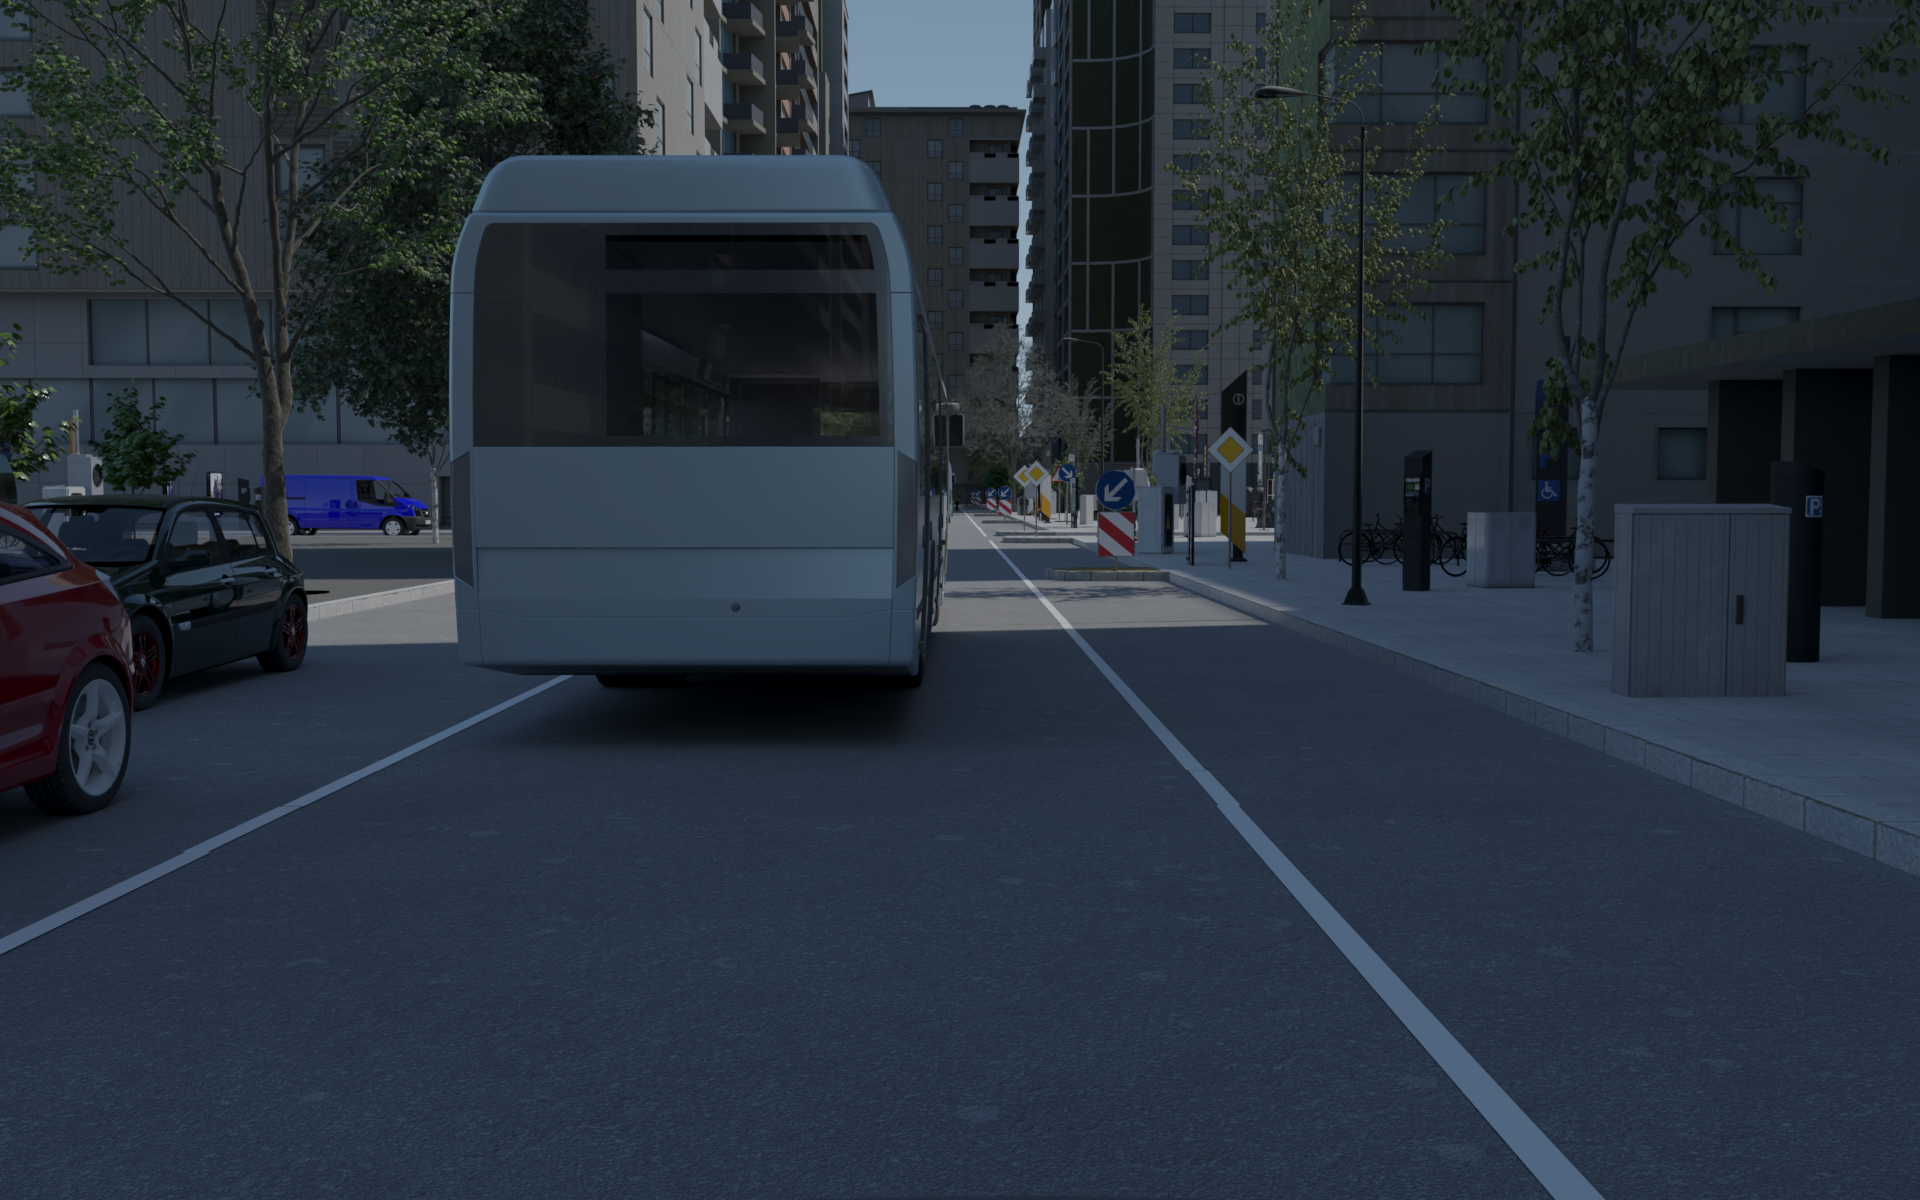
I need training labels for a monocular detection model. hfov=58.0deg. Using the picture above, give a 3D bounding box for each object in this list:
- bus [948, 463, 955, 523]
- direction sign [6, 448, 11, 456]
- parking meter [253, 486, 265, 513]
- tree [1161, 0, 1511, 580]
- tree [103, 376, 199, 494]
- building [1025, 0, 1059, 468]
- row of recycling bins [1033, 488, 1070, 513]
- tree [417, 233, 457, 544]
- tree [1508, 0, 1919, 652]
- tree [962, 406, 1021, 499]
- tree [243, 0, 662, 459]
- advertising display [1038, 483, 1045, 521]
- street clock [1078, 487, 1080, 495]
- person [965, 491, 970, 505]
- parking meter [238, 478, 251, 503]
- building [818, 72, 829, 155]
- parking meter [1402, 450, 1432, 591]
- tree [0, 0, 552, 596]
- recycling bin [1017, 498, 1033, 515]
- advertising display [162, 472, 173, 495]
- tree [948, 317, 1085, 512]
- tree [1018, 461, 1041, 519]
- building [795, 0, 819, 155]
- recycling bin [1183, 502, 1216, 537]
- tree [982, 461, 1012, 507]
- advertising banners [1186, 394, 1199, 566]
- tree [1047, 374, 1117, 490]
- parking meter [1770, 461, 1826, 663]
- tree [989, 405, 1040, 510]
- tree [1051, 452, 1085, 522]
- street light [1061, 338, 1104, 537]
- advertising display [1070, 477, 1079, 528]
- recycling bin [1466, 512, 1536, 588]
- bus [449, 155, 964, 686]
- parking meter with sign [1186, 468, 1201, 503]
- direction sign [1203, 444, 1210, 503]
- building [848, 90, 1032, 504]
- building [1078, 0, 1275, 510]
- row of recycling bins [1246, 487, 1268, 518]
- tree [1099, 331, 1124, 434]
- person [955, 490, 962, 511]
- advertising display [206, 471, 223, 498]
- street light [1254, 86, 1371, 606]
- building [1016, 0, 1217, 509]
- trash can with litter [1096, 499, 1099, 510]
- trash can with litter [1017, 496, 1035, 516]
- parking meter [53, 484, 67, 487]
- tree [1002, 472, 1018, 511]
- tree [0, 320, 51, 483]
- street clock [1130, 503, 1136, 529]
[{"bbox_3d":[-1.701,-5.702,88.082,2.948,3.499,13.247,0,4,0],"label":"bus"},{"bbox_3d":[-32.731,-4.089,58.855,0.876,3.537,0.379,-2,4,-33],"label":"direction sign"},{"bbox_3d":[-21.069,-2.676,52.162,0.372,1.533,0.369,0,3,0],"label":"parking meter"},{"bbox_3d":[5.062,-4.616,25.833,4.737,8.622,4.395,0,3,0],"label":"tree"},{"bbox_3d":[-13.531,-2.061,28.301,1.663,3.219,1.824,0,3,0],"label":"tree"},{"bbox_3d":[17.908,-33.719,170.915,23.786,49.044,30.456,0,4,0],"label":"building"},{"bbox_3d":[6.352,-6.669,116.145,3.534,1.692,1.069,2,4,35],"label":"row of recycling bins"},{"bbox_3d":[-13.349,-5.754,44.443,4.737,8.622,4.395,0,3,0],"label":"tree"},{"bbox_3d":[5.310,-3.887,13.918,4.737,8.622,4.395,0,3,0],"label":"tree"},{"bbox_3d":[4.018,-18.015,212.673,7.486,12.596,7.792,0,3,0],"label":"tree"},{"bbox_3d":[-9.523,-7.226,35.159,9.611,12.733,9.660,0,3,0],"label":"tree"},{"bbox_3d":[3.938,-4.663,81.453,0.123,1.923,0.974,2,4,29],"label":"advertising display"},{"bbox_3d":[7.477,-6.501,110.855,0.471,2.002,0.358,0,4,-3],"label":"street clock"},{"bbox_3d":[0.794,-11.369,194.385,0.705,1.824,1.348,2,4,23],"label":"person"},{"bbox_3d":[-25.404,-3.412,61.489,0.399,1.863,0.255,-2,4,-26],"label":"parking meter"},{"bbox_3d":[-19.692,-29.312,162.852,14.154,41.232,14.086,0,4,0],"label":"building"},{"bbox_3d":[6.052,-1.053,22.926,0.255,1.863,0.399,3,4,38],"label":"parking meter"},{"bbox_3d":[-8.784,-5.880,21.893,9.928,11.665,9.643,0,3,0],"label":"tree"},{"bbox_3d":[4.003,-5.735,106.319,0.722,1.027,0.722,-3,5,-44],"label":"recycling bin"},{"bbox_3d":[-20.036,-2.361,43.822,0.123,1.923,0.974,-1,4,-17],"label":"advertising display"},{"bbox_3d":[3.673,-12.883,121.014,12.009,13.543,11.850,0,3,0],"label":"tree"},{"bbox_3d":[4.264,-5.696,87.723,1.663,3.219,1.824,0,3,0],"label":"tree"},{"bbox_3d":[-23.201,-31.871,144.795,21.300,48.544,21.600,0,4,0],"label":"building"},{"bbox_3d":[7.166,-2.396,51.734,0.722,1.027,0.722,-3,4,-38],"label":"recycling bin"},{"bbox_3d":[3.876,-11.591,173.219,4.285,4.588,4.351,0,3,0],"label":"tree"},{"bbox_3d":[4.192,-2.144,31.240,0.090,3.025,2.074,0,4,4],"label":"advertising banners"},{"bbox_3d":[7.448,-9.578,106.968,4.360,8.622,3.978,0,3,0],"label":"tree"},{"bbox_3d":[6.418,-0.299,13.308,0.372,1.533,0.369,0,3,0],"label":"parking meter"},{"bbox_3d":[4.266,-11.393,136.642,4.360,8.622,3.978,0,3,0],"label":"tree"},{"bbox_3d":[4.946,-5.180,79.288,1.663,3.219,1.824,0,3,0],"label":"tree"},{"bbox_3d":[3.700,-4.838,51.638,1.470,5.913,1.316,0,4,0],"label":"street light"},{"bbox_3d":[4.280,-3.656,64.993,0.123,1.923,0.974,-1,4,-9],"label":"advertising display"},{"bbox_3d":[7.466,-0.694,23.906,0.722,1.027,0.722,0,4,-5],"label":"recycling bin"},{"bbox_3d":[-1.462,-1.296,16.052,2.948,3.499,13.247,0,4,0],"label":"bus"},{"bbox_3d":[15.311,-7.359,116.572,1.738,3.016,0.543,-1,4,-11],"label":"parking meter with sign"},{"bbox_3d":[11.271,-5.334,79.209,0.379,3.537,0.876,2,4,27],"label":"direction sign"},{"bbox_3d":[-3.265,-39.475,234.657,27.495,52.752,28.713,0,4,0],"label":"building"},{"bbox_3d":[16.818,-43.185,144.321,20.563,71.187,20.611,0,4,0],"label":"building"},{"bbox_3d":[16.714,-5.337,94.370,1.069,1.692,3.534,-3,5,-41],"label":"row of recycling bins"},{"bbox_3d":[7.578,-7.188,67.887,4.737,8.622,4.395,0,3,0],"label":"tree"},{"bbox_3d":[-0.199,-8.383,145.651,0.705,1.812,1.348,-1,4,-21],"label":"person"},{"bbox_3d":[-21.291,-2.709,49.501,0.123,1.923,0.974,0,4,-4],"label":"advertising display"},{"bbox_3d":[4.055,-2.897,19.915,1.470,5.913,1.316,0,4,0],"label":"street light"},{"bbox_3d":[16.702,-46.328,195.717,20.563,71.187,20.611,0,4,0],"label":"building"},{"bbox_3d":[9.687,-7.075,127.058,1.055,1.170,0.624,-1,4,-13],"label":"trash can with litter"},{"bbox_3d":[3.934,-5.522,101.664,1.055,1.170,0.624,-2,4,-30],"label":"trash can with litter"},{"bbox_3d":[-22.255,-2.103,42.793,0.372,1.533,0.369,0,3,0],"label":"parking meter"},{"bbox_3d":[4.095,-8.292,130.178,1.663,3.219,1.824,0,3,0],"label":"tree"},{"bbox_3d":[-9.351,-1.315,16.094,1.663,3.219,1.824,0,3,0],"label":"tree"},{"bbox_3d":[6.377,-3.629,63.897,0.358,2.002,0.471,-2,4,-27],"label":"street clock"}]
